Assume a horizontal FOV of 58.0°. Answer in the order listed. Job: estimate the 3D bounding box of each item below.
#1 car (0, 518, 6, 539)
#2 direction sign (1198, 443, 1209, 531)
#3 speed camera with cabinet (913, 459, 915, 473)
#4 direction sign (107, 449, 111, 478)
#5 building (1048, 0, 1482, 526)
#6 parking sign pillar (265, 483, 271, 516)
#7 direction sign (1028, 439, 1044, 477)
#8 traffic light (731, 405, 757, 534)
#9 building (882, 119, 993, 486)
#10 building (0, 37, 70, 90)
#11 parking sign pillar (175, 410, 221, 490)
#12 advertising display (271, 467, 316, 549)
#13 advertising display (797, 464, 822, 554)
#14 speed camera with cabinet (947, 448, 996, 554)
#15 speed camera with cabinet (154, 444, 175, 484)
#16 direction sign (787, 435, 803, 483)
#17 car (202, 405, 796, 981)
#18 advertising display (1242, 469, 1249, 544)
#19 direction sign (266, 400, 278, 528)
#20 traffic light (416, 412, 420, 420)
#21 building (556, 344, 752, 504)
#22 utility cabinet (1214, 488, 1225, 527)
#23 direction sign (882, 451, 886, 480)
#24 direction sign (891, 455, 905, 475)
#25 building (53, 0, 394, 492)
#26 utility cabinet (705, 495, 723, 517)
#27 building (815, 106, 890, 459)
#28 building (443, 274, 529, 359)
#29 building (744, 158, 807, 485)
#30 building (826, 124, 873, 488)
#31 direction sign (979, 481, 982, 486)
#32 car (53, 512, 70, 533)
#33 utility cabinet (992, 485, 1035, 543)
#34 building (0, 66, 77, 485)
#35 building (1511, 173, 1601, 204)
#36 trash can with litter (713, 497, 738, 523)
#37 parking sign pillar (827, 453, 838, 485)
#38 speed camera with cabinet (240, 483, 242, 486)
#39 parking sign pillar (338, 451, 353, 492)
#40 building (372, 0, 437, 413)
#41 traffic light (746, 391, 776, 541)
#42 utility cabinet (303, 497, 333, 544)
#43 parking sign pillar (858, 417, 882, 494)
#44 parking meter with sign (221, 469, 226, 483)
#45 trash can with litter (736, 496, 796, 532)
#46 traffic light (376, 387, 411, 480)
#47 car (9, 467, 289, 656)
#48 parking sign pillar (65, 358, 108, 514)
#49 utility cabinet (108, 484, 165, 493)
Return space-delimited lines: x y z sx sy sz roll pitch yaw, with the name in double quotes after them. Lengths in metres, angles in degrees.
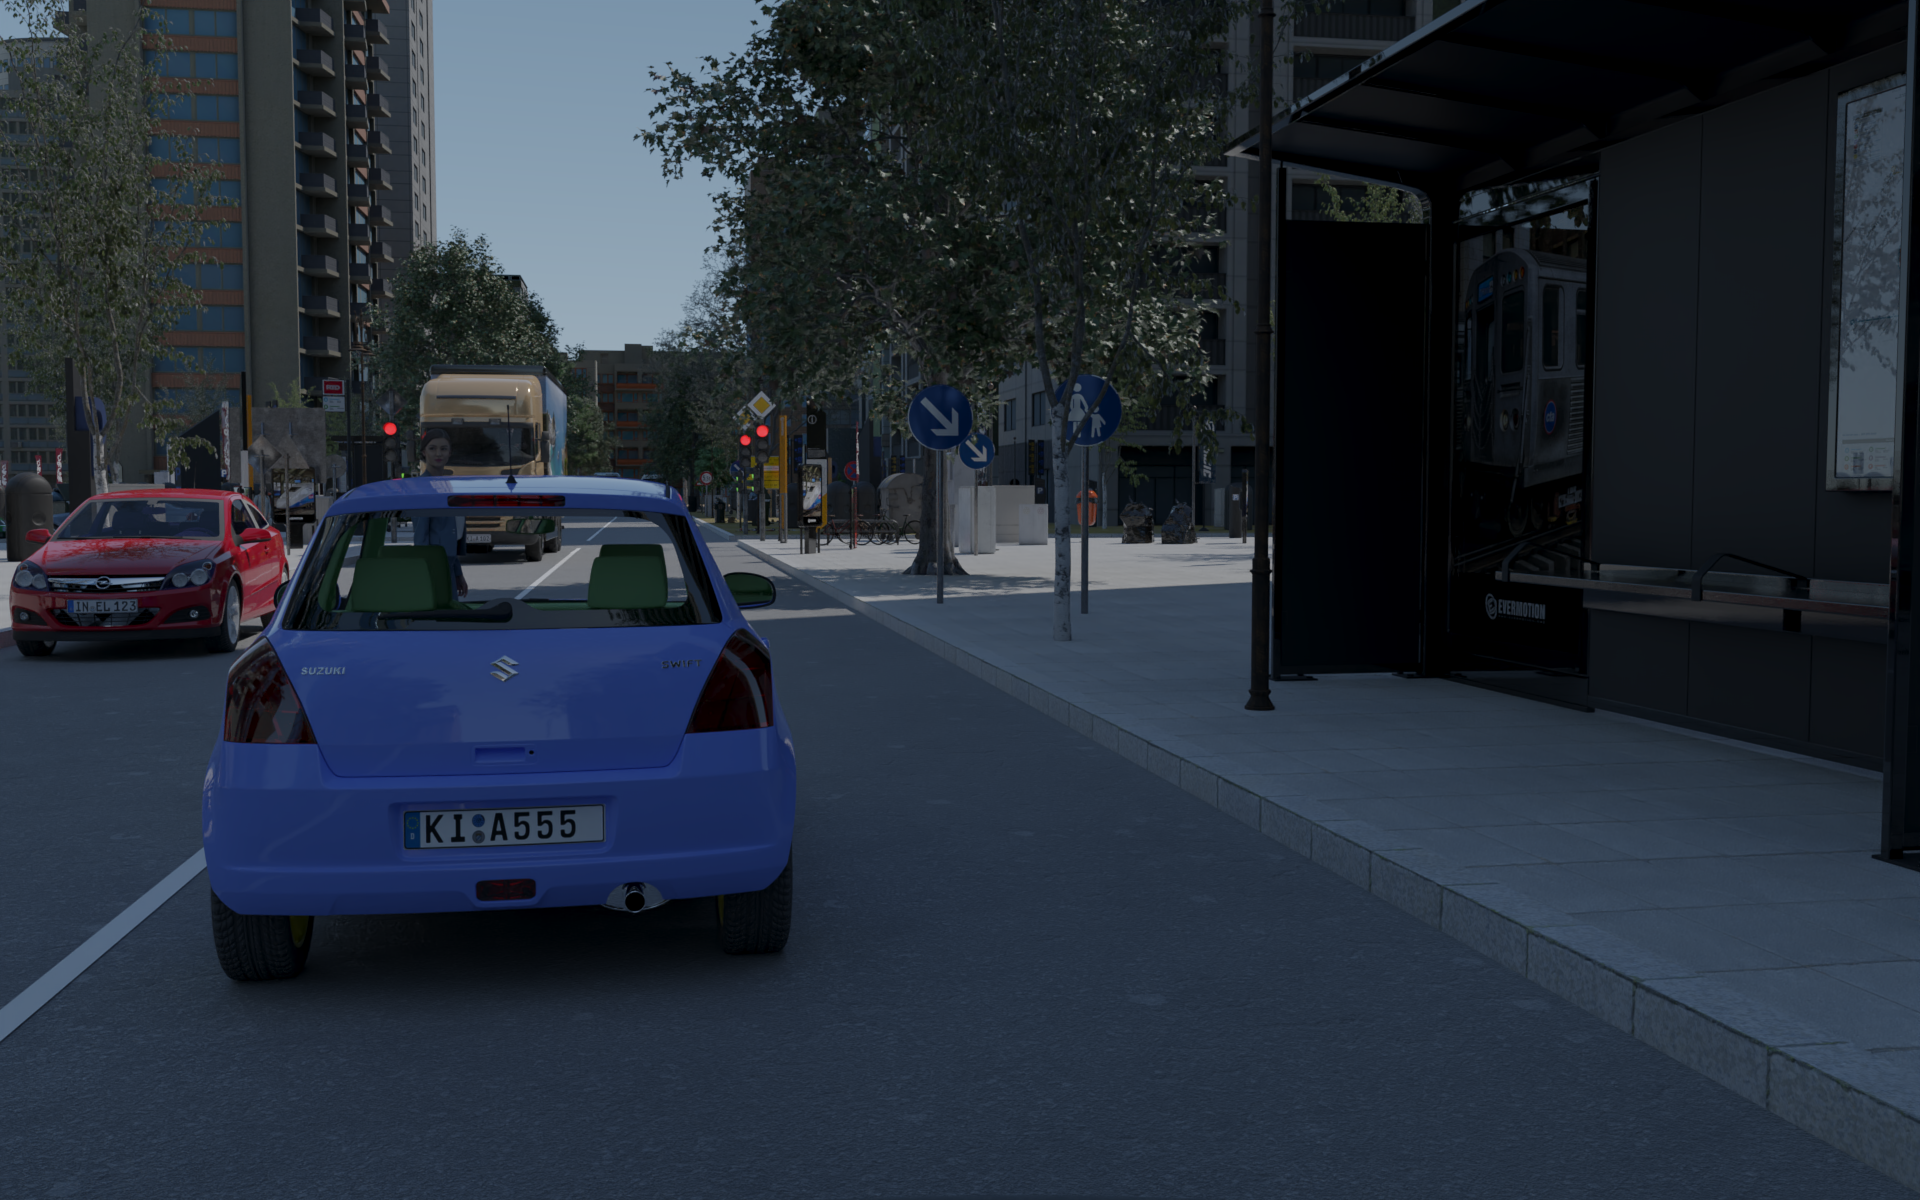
-28.509 -2.342 47.094 4.718 1.807 1.959 -1 4 -12 "car"
8.420 -4.141 59.707 0.379 3.537 0.876 3 4 37 "direction sign"
-2.682 -6.277 96.957 0.660 3.252 2.038 1 4 23 "speed camera with cabinet"
-42.780 -5.768 86.309 0.876 3.537 0.379 -1 4 -22 "direction sign"
13.816 -39.167 78.639 20.611 71.187 20.563 -1 4 -10 "building"
-41.387 -6.982 102.634 1.447 3.967 1.447 3 4 37 "parking sign pillar"
3.169 -4.901 72.135 0.876 3.537 0.379 -3 5 -41 "direction sign"
-6.841 -4.043 55.017 0.839 4.253 0.868 -1 4 -10 "traffic light"
4.352 -41.797 121.635 20.563 71.187 20.611 -1 4 -10 "building"
-109.085 -41.616 222.423 28.212 58.520 21.231 -1 4 -10 "building"
-24.207 -4.070 55.024 1.447 3.967 1.447 3 5 41 "parking sign pillar"
-15.584 -2.159 40.519 0.974 1.923 0.123 -2 4 -34 "advertising display"
-3.219 -1.955 37.179 0.123 1.923 0.974 1 4 21 "advertising display"
0.228 -2.658 37.798 0.660 3.252 2.038 -1 4 -16 "speed camera with cabinet"
-31.639 -4.596 69.475 0.660 3.252 2.038 0 4 -4 "speed camera with cabinet"
-6.453 -4.546 66.331 0.876 3.537 0.379 0 4 7 "direction sign"
-1.624 0.188 6.522 1.945 1.707 3.694 -1 4 -12 "car"
7.449 -2.449 45.256 0.123 1.923 0.974 1 4 12 "advertising display"
-16.703 -3.066 42.129 0.379 3.537 0.876 -3 4 -38 "direction sign"
-16.295 -3.937 53.285 0.839 4.253 0.868 -1 4 -10 "traffic light"
-44.014 -24.066 238.520 28.899 21.520 27.650 -1 4 -10 "building"
10.162 -3.566 66.985 0.318 1.500 1.173 2 4 28 "utility cabinet"
-4.047 -6.080 91.408 0.379 3.537 0.876 0 4 -8 "direction sign"
-3.620 -6.686 101.315 0.876 3.537 0.379 1 4 16 "direction sign"
-57.201 -29.465 136.369 22.147 44.769 28.867 -1 4 -10 "building"
-14.086 -5.379 99.106 1.020 1.237 0.306 0 4 -4 "utility cabinet"
-8.820 -30.769 186.670 14.154 41.232 14.086 -1 4 -10 "building"
-63.899 -27.857 227.161 14.107 30.474 14.160 -1 4 -10 "building"
-21.427 -35.714 234.036 14.200 45.320 14.600 -1 4 -10 "building"
-0.995 -52.059 163.838 22.319 86.520 31.000 -1 4 -10 "building"
0.486 -3.001 41.071 0.379 3.537 0.876 0 4 5 "direction sign"
-22.981 -2.157 47.267 4.499 1.417 2.014 -1 4 -11 "car"
1.328 -2.215 44.889 1.173 1.500 0.318 -1 4 -19 "utility cabinet"
-84.809 -28.858 163.710 23.993 40.220 32.217 -1 4 -10 "building"
45.225 -33.360 87.442 28.212 58.520 21.231 -1 4 -10 "building"
-10.362 -3.981 76.471 1.055 1.170 0.624 0 4 6 "trash can with litter"
-7.585 -6.898 101.257 1.447 3.967 1.447 1 4 20 "parking sign pillar"
-47.784 -7.338 114.315 2.038 3.252 0.660 0 4 -5 "speed camera with cabinet"
-35.094 -6.769 99.140 1.447 3.967 1.447 3 5 40 "parking sign pillar"
-63.979 -44.930 172.851 20.611 71.187 20.563 -1 4 -10 "building"
-5.410 -3.562 47.160 0.839 4.253 0.868 -1 4 -10 "traffic light"
-16.637 -2.037 44.461 1.020 1.237 0.306 0 4 2 "utility cabinet"
-3.081 -4.298 58.746 1.447 3.967 1.447 -1 4 -22 "parking sign pillar"
-52.585 -7.729 122.631 1.738 3.016 0.543 2 4 34 "parking meter with sign"
-6.762 -2.992 59.972 2.233 1.210 1.678 -1 4 -17 "trash can with litter"
-14.864 -3.456 45.429 0.839 4.253 0.868 -1 4 -10 "traffic light"
-7.731 -0.474 16.794 2.155 1.783 4.494 -1 4 -12 "car"
-17.589 -2.842 34.935 1.447 3.967 1.447 -1 4 -12 "parking sign pillar"
-18.051 -1.787 37.901 0.318 1.500 1.173 3 5 44 "utility cabinet"
